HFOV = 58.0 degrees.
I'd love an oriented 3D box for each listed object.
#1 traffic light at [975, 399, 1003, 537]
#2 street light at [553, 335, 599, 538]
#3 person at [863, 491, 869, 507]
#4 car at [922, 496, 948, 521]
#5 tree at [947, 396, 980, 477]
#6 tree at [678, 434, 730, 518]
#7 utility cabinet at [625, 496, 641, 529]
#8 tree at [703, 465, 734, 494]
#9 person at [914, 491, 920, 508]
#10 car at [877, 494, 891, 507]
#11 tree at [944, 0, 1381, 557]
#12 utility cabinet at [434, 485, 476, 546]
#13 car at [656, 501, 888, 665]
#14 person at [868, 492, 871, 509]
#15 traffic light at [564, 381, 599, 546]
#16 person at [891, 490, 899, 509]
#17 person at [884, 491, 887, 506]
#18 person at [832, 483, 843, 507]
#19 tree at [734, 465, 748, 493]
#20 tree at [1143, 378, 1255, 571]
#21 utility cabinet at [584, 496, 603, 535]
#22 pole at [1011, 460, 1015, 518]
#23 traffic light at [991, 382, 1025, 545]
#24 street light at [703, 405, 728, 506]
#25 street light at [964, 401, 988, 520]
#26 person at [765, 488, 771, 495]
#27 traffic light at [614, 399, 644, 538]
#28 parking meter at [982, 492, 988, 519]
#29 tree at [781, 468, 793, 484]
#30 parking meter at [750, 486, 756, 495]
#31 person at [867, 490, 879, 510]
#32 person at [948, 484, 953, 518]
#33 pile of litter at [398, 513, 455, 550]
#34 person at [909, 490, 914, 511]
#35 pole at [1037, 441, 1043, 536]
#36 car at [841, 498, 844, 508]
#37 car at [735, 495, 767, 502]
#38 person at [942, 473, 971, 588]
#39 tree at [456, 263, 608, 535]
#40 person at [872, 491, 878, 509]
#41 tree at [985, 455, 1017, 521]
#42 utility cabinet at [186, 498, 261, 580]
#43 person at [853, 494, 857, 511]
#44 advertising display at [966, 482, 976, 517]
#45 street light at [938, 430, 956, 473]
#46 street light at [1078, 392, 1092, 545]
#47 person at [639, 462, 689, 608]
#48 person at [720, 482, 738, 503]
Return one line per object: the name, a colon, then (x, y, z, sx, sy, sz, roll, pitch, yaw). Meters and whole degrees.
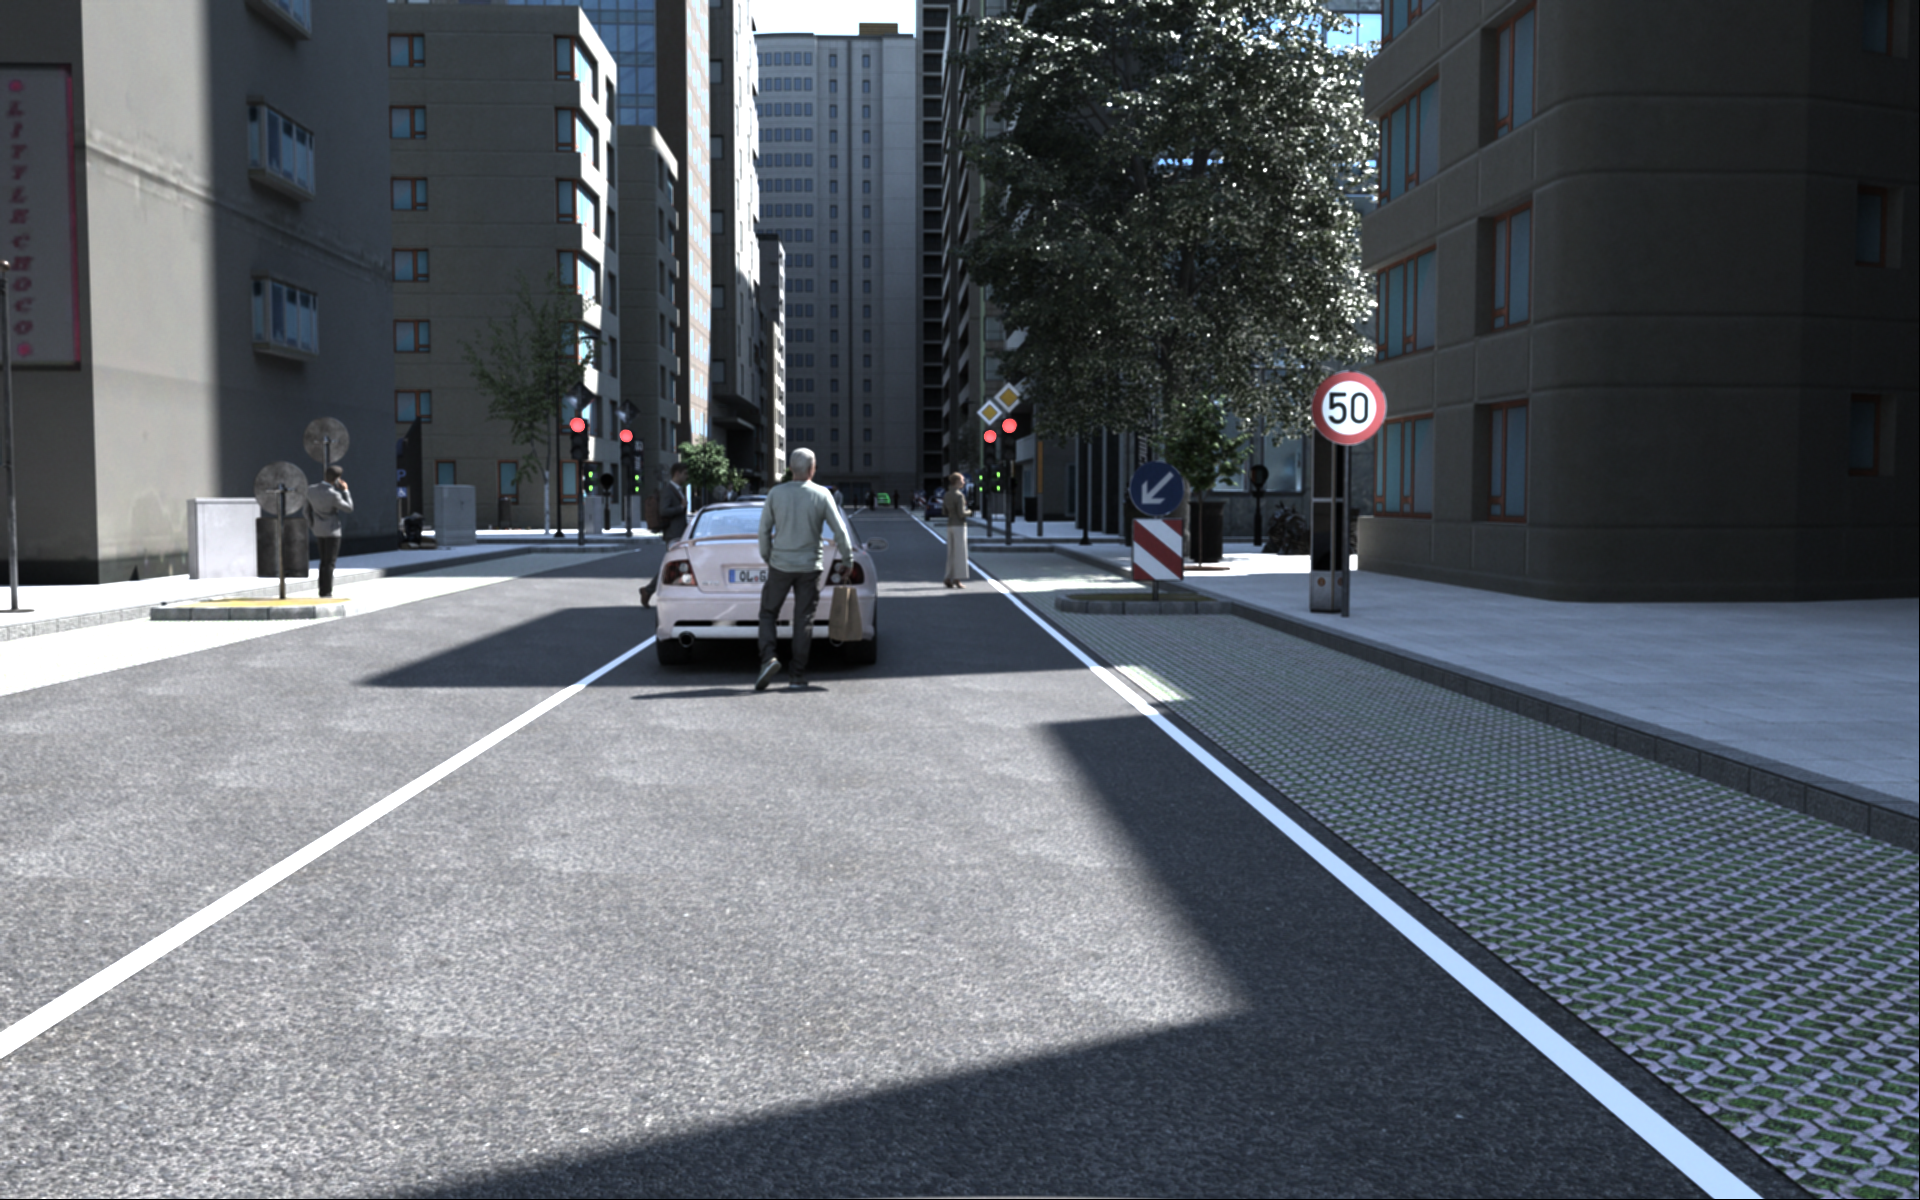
traffic light: (0.857, -3.823, 51.419, 0.839, 4.253, 0.868, 0, 4, -2)
street light: (-11.248, -4.785, 50.778, 1.470, 5.913, 1.316, 0, 4, -2)
person: (-10.637, -11.610, 198.305, 0.705, 1.826, 1.348, -3, 5, -45)
car: (-1.034, -4.895, 92.616, 1.945, 1.354, 3.894, 0, 4, -2)
tree: (0.765, -10.986, 129.979, 4.360, 8.622, 3.978, 0, 3, 0)
tree: (-13.980, -6.737, 93.861, 4.285, 4.588, 4.351, 0, 3, 0)
utility cabinet: (-12.190, -3.263, 64.506, 0.306, 1.237, 1.020, 0, 4, 8)
tree: (-14.649, -6.681, 103.827, 1.663, 3.219, 1.824, 0, 3, 0)
person: (-4.102, -9.442, 163.818, 0.756, 1.711, 0.436, 3, 4, 38)
car: (-8.857, -11.501, 196.841, 1.959, 1.807, 4.718, 0, 4, -2)
tree: (4.359, -7.861, 35.190, 9.857, 13.997, 8.962, 0, 3, 0)
utility cabinet: (-12.480, -2.090, 42.850, 0.318, 1.500, 1.173, 2, 4, 25)
car: (-1.698, -0.220, 15.961, 2.083, 1.381, 4.827, 0, 4, -3)
person: (-8.958, -9.882, 171.546, 0.415, 1.643, 0.593, -3, 5, -40)
traffic light: (-9.402, -3.306, 42.973, 0.839, 4.253, 0.868, 0, 4, -2)
person: (-6.229, -9.726, 167.478, 0.705, 1.831, 1.348, 2, 4, 35)
person: (-8.805, -11.801, 201.998, 0.434, 1.755, 0.990, 2, 4, 25)
person: (-3.930, -2.864, 55.606, 0.850, 1.792, 0.678, -2, 4, -31)
tree: (-14.915, -7.297, 113.899, 1.663, 3.219, 1.824, 0, 3, 0)
tree: (4.170, -2.108, 29.062, 1.663, 3.219, 1.824, 0, 3, 0)
utility cabinet: (-11.620, -2.672, 54.844, 0.306, 1.237, 1.020, -2, 4, -29)
pole: (2.831, -6.010, 92.101, 0.158, 3.312, 0.155, 0, 3, 0)
traffic light: (1.199, -3.335, 43.441, 0.839, 4.253, 0.868, 0, 4, -2)
street light: (-12.817, -7.216, 90.515, 1.470, 5.913, 1.316, 0, 4, -2)
street light: (0.886, -6.978, 86.630, 1.470, 5.913, 1.316, 0, 4, -2)
person: (-10.896, -5.691, 101.772, 1.509, 1.804, 0.699, 2, 4, 31)
traffic light: (-9.743, -3.794, 50.951, 0.839, 4.253, 0.868, 0, 4, -2)
parking meter: (1.323, -4.983, 89.875, 0.372, 1.533, 0.369, 0, 3, 0)
tree: (-17.596, -12.307, 184.930, 4.285, 4.588, 4.351, 0, 3, 0)
parking meter: (-14.595, -7.113, 122.004, 0.399, 1.863, 0.255, 2, 4, 26)
person: (-7.615, -8.722, 151.233, 1.348, 1.807, 0.705, -3, 5, -45)
person: (-0.220, -3.574, 67.155, 0.699, 1.804, 1.509, 1, 4, 16)
pile of litter: (-12.565, -1.591, 39.985, 1.719, 0.858, 1.176, 0, 4, -5)
person: (-4.210, -8.452, 147.219, 0.750, 1.759, 0.617, 2, 4, 32)
pole: (2.425, -3.578, 52.347, 0.158, 3.312, 0.155, 0, 3, 0)
car: (-11.242, -8.865, 153.734, 1.959, 1.807, 4.718, 0, 4, -4)
car: (-6.360, -2.594, 54.410, 2.014, 1.417, 4.499, 0, 4, -3)
person: (-0.021, -1.061, 26.397, 0.362, 1.759, 0.519, -2, 4, -34)
tree: (-13.298, -6.372, 54.543, 4.737, 8.622, 4.395, 0, 3, 0)
person: (-8.130, -9.590, 165.962, 0.621, 1.740, 0.551, 2, 4, 33)
tree: (1.631, -5.420, 83.224, 1.663, 3.219, 1.824, 0, 3, 0)
utility cabinet: (-11.150, -0.924, 26.266, 0.306, 1.237, 1.020, 3, 5, 41)
person: (-8.685, -8.065, 143.616, 0.557, 1.426, 1.065, 1, 4, 9)
advertising display: (0.595, -5.569, 96.264, 0.123, 1.923, 0.974, -2, 4, -28)
street light: (-0.885, -9.395, 126.149, 1.470, 5.913, 1.316, 0, 4, -2)
street light: (2.623, -4.339, 43.489, 1.470, 5.913, 1.316, 0, 4, -2)
person: (-3.628, -0.821, 21.884, 0.822, 1.834, 0.622, 0, 4, -4)
person: (-7.657, -3.001, 57.536, 0.622, 1.834, 0.822, -1, 4, -12)
